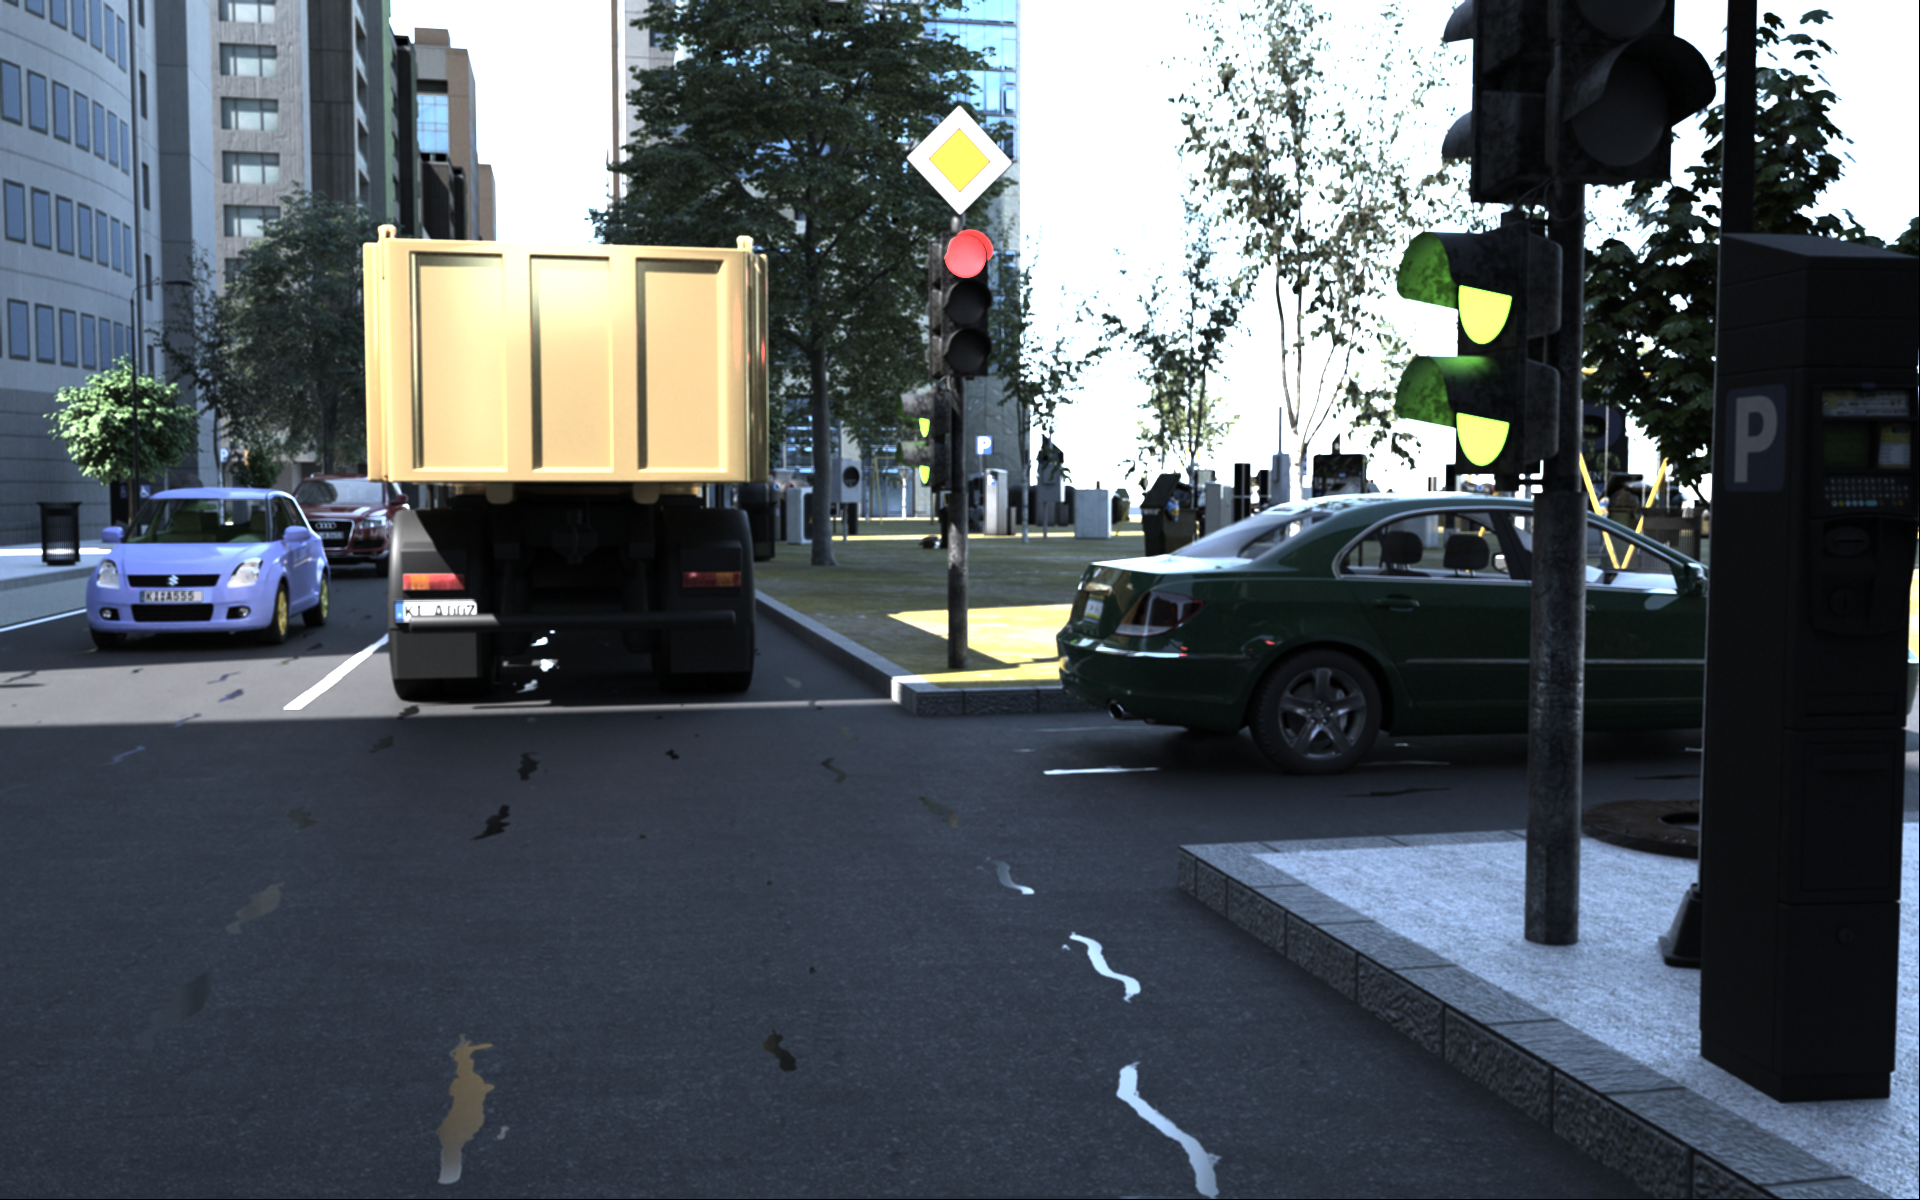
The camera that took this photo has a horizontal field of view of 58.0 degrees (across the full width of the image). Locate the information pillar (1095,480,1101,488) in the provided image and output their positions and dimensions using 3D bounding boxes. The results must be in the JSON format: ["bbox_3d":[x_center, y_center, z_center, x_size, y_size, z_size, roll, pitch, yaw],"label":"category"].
[{"bbox_3d":[7.250,-5.282,90.851,0.304,2.012,0.304,0,4,5],"label":"information pillar"}]

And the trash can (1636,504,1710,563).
[{"bbox_3d":[7.903,-0.465,19.255,0.748,1.137,0.748,0,3,0],"label":"trash can"}]

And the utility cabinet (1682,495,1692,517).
[{"bbox_3d":[32.686,-4.125,78.608,0.306,1.237,1.020,-1,4,-23],"label":"utility cabinet"}]

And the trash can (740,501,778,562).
[{"bbox_3d":[-3.843,-1.311,33.083,0.748,1.137,0.748,0,3,0],"label":"trash can"}]

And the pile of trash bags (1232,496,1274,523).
[{"bbox_3d":[7.629,-2.216,45.981,1.912,1.369,3.447,1,4,16],"label":"pile of trash bags"}]

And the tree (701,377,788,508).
[{"bbox_3d":[-5.445,-3.438,39.931,4.285,4.588,4.351,0,3,0],"label":"tree"}]

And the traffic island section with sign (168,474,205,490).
[{"bbox_3d":[-14.699,-1.480,32.825,1.989,1.847,2.006,-1,4,-12],"label":"traffic island section with sign"}]

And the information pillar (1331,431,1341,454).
[{"bbox_3d":[14.061,-4.491,64.785,0.183,3.616,0.504,-2,4,-27],"label":"information pillar"}]

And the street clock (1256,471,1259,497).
[{"bbox_3d":[9.332,-2.992,53.496,0.358,2.002,0.471,2,4,32],"label":"street clock"}]

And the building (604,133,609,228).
[{"bbox_3d":[-31.516,-33.945,209.628,22.147,44.769,28.867,-1,4,-12],"label":"building"}]

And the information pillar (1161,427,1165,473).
[{"bbox_3d":[7.089,-4.238,60.639,0.183,3.616,0.504,0,4,1],"label":"information pillar"}]

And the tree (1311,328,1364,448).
[{"bbox_3d":[14.129,-6.582,57.980,4.737,8.622,4.395,0,3,0],"label":"tree"}]

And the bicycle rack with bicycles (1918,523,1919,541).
[{"bbox_3d":[24.369,-1.964,45.498,2.925,0.926,2.852,2,4,25],"label":"bicycle rack with bicycles"}]

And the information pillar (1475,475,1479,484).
[{"bbox_3d":[26.213,-5.897,87.769,0.183,3.616,0.504,2,4,31],"label":"information pillar"}]

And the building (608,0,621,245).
[{"bbox_3d":[-24.034,-30.851,154.524,14.600,45.320,14.200,-1,4,-12],"label":"building"}]

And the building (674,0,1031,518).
[{"bbox_3d":[-8.401,-48.423,104.381,22.319,86.520,31.000,-1,4,-12],"label":"building"}]

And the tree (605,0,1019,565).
[{"bbox_3d":[-2.640,-6.876,30.543,7.486,12.596,7.792,0,3,0],"label":"tree"}]

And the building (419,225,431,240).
[{"bbox_3d":[-51.033,-16.967,122.457,27.650,21.520,28.899,-1,4,-12],"label":"building"}]

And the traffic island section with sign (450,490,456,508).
[{"bbox_3d":[-30.919,-5.983,106.445,1.989,1.847,2.006,-1,4,-12],"label":"traffic island section with sign"}]

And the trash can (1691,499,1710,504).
[{"bbox_3d":[21.592,-2.359,50.225,0.748,1.137,0.748,0,3,0],"label":"trash can"}]

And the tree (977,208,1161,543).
[{"bbox_3d":[1.904,-5.790,45.035,4.737,8.622,4.395,0,3,0],"label":"tree"}]

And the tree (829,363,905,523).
[{"bbox_3d":[-4.116,-7.782,77.605,4.737,8.622,4.395,0,3,0],"label":"tree"}]

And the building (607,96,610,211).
[{"bbox_3d":[-26.241,-34.292,184.375,21.300,48.544,21.600,-1,4,-12],"label":"building"}]

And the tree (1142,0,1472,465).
[{"bbox_3d":[3.982,-4.220,19.365,4.360,8.622,3.978,0,3,0],"label":"tree"}]

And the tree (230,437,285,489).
[{"bbox_3d":[-23.345,-3.842,57.414,1.663,3.219,1.824,0,3,0],"label":"tree"}]

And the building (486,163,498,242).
[{"bbox_3d":[-67.872,-35.292,227.134,14.600,45.320,14.200,-1,4,-12],"label":"building"}]

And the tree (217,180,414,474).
[{"bbox_3d":[-26.412,-10.130,72.278,9.857,13.997,8.962,0,3,0],"label":"tree"}]

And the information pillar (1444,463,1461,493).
[{"bbox_3d":[11.771,-2.257,41.390,0.304,2.012,0.304,3,4,38],"label":"information pillar"}]

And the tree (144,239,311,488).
[{"bbox_3d":[-21.621,-6.158,51.049,4.360,8.622,3.978,0,3,0],"label":"tree"}]

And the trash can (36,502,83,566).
[{"bbox_3d":[-16.173,-1.192,31.136,0.748,1.137,0.748,0,3,0],"label":"trash can"}]

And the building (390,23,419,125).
[{"bbox_3d":[-39.847,-20.242,102.663,14.160,30.474,14.107,-1,4,-12],"label":"building"}]

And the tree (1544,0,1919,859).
[{"bbox_3d":[2.926,-0.714,6.280,1.663,3.219,1.824,0,3,0],"label":"tree"}]

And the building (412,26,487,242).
[{"bbox_3d":[-54.673,-31.801,170.061,14.600,45.320,14.200,-1,4,-12],"label":"building"}]

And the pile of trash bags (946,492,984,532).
[{"bbox_3d":[0.344,-3.050,59.621,1.912,1.369,3.447,-2,4,-25],"label":"pile of trash bags"}]

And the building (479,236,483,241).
[{"bbox_3d":[-58.164,-25.261,184.721,14.160,30.474,14.107,-1,4,-12],"label":"building"}]

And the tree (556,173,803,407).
[{"bbox_3d":[-10.772,-9.699,65.234,9.857,13.997,8.962,0,3,0],"label":"tree"}]

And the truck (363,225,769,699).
[{"bbox_3d":[-3.524,-1.223,15.915,3.469,3.379,9.791,-1,4,-12],"label":"truck"}]

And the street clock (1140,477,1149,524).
[{"bbox_3d":[7.960,-4.295,74.791,0.358,2.002,0.471,3,4,37],"label":"street clock"}]

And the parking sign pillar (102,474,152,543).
[{"bbox_3d":[-22.065,-3.521,46.039,1.447,3.967,1.447,2,4,34],"label":"parking sign pillar"}]

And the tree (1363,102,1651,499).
[{"bbox_3d":[10.139,-4.885,30.230,4.737,8.622,4.395,0,3,0],"label":"tree"}]

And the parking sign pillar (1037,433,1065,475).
[{"bbox_3d":[3.980,-5.353,75.994,1.447,3.967,1.447,-3,5,-43],"label":"parking sign pillar"}]

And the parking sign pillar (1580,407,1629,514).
[{"bbox_3d":[13.737,-2.997,37.478,1.447,3.967,1.447,1,4,11],"label":"parking sign pillar"}]

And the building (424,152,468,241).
[{"bbox_3d":[-48.820,-22.842,145.172,14.160,30.474,14.107,-1,4,-12],"label":"building"}]

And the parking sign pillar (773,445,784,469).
[{"bbox_3d":[-6.303,-4.245,57.879,1.447,3.967,1.447,1,4,14],"label":"parking sign pillar"}]

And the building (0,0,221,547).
[{"bbox_3d":[-34.658,-30.871,46.747,21.231,58.520,28.212,-1,4,-12],"label":"building"}]

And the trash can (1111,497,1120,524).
[{"bbox_3d":[6.432,-3.801,73.793,0.748,1.137,0.748,0,3,0],"label":"trash can"}]

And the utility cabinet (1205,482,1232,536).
[{"bbox_3d":[4.756,-1.413,31.784,0.318,1.500,1.173,1,4,18],"label":"utility cabinet"}]

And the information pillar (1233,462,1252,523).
[{"bbox_3d":[6.520,-2.173,40.024,0.304,2.012,0.304,-3,5,-40],"label":"information pillar"}]

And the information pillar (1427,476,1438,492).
[{"bbox_3d":[18.699,-3.921,68.593,0.304,2.012,0.304,-2,4,-28],"label":"information pillar"}]

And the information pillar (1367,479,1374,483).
[{"bbox_3d":[19.767,-4.836,83.565,0.304,2.012,0.304,-2,4,-28],"label":"information pillar"}]

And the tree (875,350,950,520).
[{"bbox_3d":[-2.575,-8.331,86.572,4.360,8.622,3.978,0,3,0],"label":"tree"}]

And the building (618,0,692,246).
[{"bbox_3d":[-15.637,-36.202,133.904,21.231,58.520,28.212,-1,4,-12],"label":"building"}]

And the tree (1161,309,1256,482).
[{"bbox_3d":[8.729,-7.203,68.124,4.737,8.622,4.395,0,3,0],"label":"tree"}]

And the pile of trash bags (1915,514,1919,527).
[{"bbox_3d":[36.421,-3.498,66.945,3.447,1.369,1.912,-3,4,-38],"label":"pile of trash bags"}]

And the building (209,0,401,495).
[{"bbox_3d":[-36.974,-24.768,88.559,14.154,41.232,14.086,-1,4,-12],"label":"building"}]

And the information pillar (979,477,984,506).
[{"bbox_3d":[1.059,-4.364,75.847,0.304,2.012,0.304,-3,4,-37],"label":"information pillar"}]

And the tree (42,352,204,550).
[{"bbox_3d":[-19.358,-3.451,40.143,4.285,4.588,4.351,0,3,0],"label":"tree"}]
